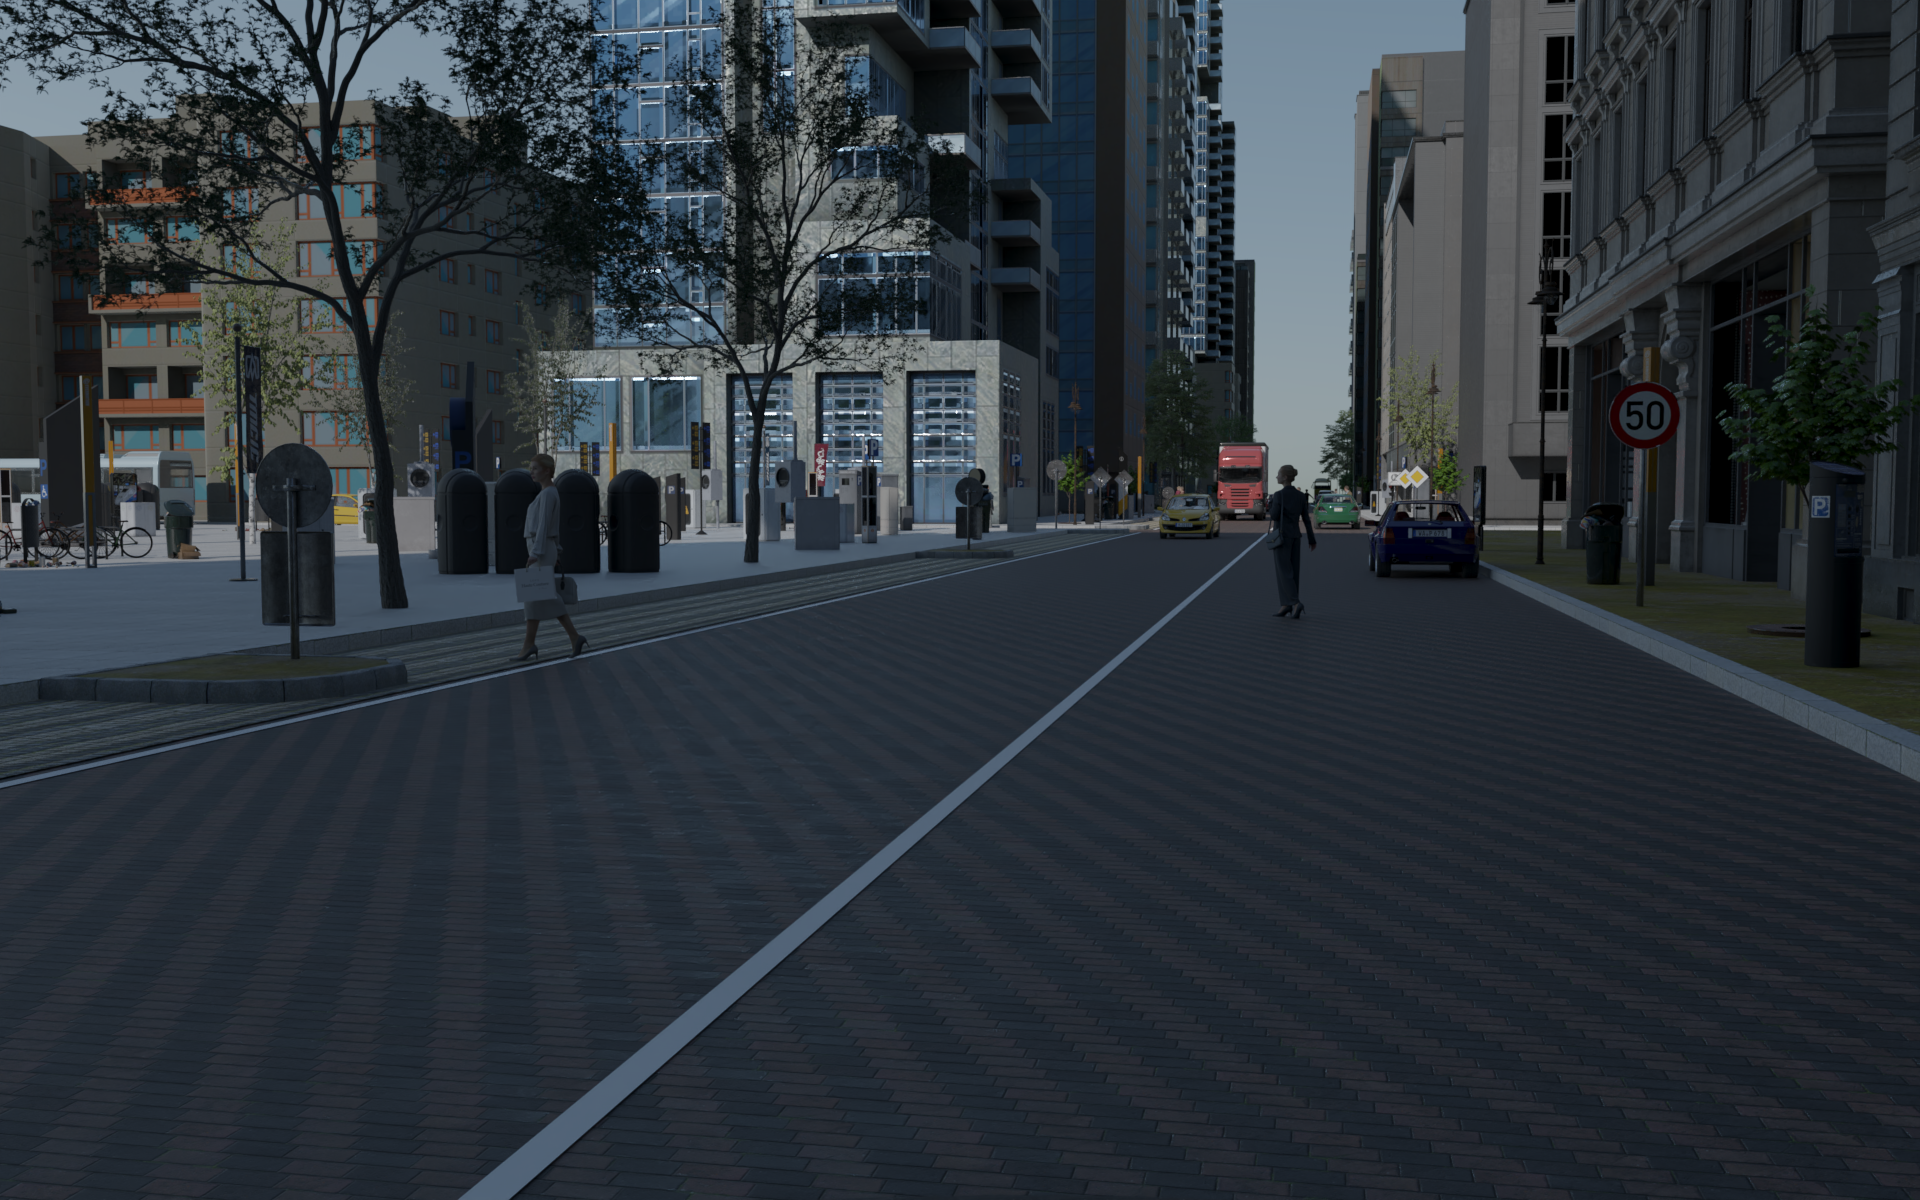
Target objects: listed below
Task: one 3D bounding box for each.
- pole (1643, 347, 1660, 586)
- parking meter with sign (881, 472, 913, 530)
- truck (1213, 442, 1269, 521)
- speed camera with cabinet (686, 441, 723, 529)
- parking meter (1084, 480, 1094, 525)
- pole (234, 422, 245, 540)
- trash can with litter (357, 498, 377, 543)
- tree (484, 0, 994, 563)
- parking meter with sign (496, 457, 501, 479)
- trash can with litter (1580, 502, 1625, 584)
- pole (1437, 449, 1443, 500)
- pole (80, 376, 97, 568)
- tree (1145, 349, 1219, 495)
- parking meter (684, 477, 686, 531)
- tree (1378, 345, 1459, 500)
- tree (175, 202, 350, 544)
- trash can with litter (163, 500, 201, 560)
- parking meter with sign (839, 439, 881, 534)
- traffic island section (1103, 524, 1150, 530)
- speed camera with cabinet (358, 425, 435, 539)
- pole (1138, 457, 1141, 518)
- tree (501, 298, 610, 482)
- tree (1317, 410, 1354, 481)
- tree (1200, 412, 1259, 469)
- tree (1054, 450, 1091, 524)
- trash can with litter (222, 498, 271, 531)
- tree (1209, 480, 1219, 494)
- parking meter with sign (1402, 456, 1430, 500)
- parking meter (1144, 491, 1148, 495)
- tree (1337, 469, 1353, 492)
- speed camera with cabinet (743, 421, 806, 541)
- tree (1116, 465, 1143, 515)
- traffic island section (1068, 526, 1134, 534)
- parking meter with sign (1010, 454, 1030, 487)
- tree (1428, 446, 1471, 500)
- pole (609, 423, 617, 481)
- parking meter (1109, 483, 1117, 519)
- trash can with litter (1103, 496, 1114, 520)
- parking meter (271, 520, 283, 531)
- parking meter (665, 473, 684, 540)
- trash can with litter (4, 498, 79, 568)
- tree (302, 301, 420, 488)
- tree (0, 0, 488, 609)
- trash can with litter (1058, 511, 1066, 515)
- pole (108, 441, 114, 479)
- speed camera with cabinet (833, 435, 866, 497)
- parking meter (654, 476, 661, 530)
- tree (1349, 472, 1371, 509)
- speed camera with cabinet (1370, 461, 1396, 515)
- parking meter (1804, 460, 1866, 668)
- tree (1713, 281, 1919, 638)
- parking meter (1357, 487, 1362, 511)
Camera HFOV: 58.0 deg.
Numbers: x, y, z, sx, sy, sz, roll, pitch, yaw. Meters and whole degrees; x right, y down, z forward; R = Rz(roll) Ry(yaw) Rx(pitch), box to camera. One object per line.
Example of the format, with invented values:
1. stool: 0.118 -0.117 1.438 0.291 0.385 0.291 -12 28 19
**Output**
1. pole: 9.612 -1.854 24.160 0.158 3.312 0.155 0 3 0
2. parking meter with sign: -2.521 -3.945 60.763 1.738 3.016 0.543 -2 4 -28
3. truck: 15.738 -6.555 96.088 2.839 4.237 11.283 1 4 11
4. speed camera with cabinet: -9.692 -4.303 64.685 0.660 3.252 2.038 -3 5 -43
5. parking meter: 5.415 -4.089 72.569 0.399 1.863 0.255 0 4 -4
6. pole: -20.219 -3.350 48.613 0.158 3.312 0.155 0 3 0
7. trash can with litter: -15.229 -2.068 45.207 0.624 1.170 1.055 0 4 3
8. tree: -3.867 -5.958 31.828 8.767 10.594 7.601 -1 4 -12
9. parking meter with sign: -20.942 -5.232 81.804 1.738 3.016 0.543 -2 4 -30
10. trash can with litter: 9.159 -0.823 24.843 0.624 1.170 1.055 1 4 13
11. pole: 21.566 -5.137 77.835 0.158 3.312 0.155 0 3 0
12. pole: -15.077 -2.209 29.958 0.158 3.312 0.155 0 3 0
13. tree: 16.372 -13.318 135.877 7.486 12.596 7.792 0 3 0
14. parking meter: -9.669 -3.302 59.705 0.399 1.863 0.255 -2 4 -24
15. tree: 22.946 -8.333 86.600 4.737 8.622 4.395 0 3 0
16. tree: -18.119 -5.757 44.481 4.737 8.622 4.395 0 3 0
17. trash can with litter: -15.325 -1.401 34.295 0.624 1.170 1.055 -3 5 -45
18. parking meter with sign: -3.472 -3.605 55.202 1.738 3.016 0.543 2 4 29
19. traffic island section: 6.702 -2.990 71.164 2.009 0.180 2.903 1 4 11
20. speed camera with cabinet: -16.077 -3.368 49.402 2.038 3.252 0.660 -1 4 -8
21. pole: 9.744 -6.129 94.060 0.158 3.312 0.155 0 3 0
22. tree: -14.963 -6.916 63.433 4.360 8.622 3.978 0 3 0
23. tree: 52.028 -19.260 233.019 7.486 12.596 7.792 0 3 0
24. tree: 34.466 -17.957 219.347 9.928 11.665 9.643 0 3 0
25. tree: 4.863 -4.903 74.773 1.663 3.219 1.824 0 3 0
26. trash can with litter: -24.490 -3.000 60.112 2.233 1.210 1.678 1 4 14
27. tree: 30.557 -12.802 203.905 1.663 3.219 1.824 0 3 0
28. parking meter with sign: 21.477 -5.156 80.563 1.738 3.016 0.543 0 4 -2
29. parking meter: 13.915 -7.426 129.825 0.372 1.533 0.369 0 3 0
30. tree: 50.705 -14.813 225.907 4.285 4.588 4.351 0 3 0
31. speed camera with cabinet: -5.065 -3.228 47.108 2.038 3.252 0.660 3 5 44
32. tree: 10.491 -6.775 105.371 1.663 3.219 1.824 0 3 0
33. traffic island section: 5.105 -2.511 63.339 2.009 0.180 2.903 1 4 11
34. parking meter with sign: 2.764 -4.837 75.343 0.543 3.016 1.738 2 4 24
35. tree: 19.359 -4.520 68.507 1.663 3.219 1.824 0 3 0
36. pole: -9.963 -3.421 49.770 0.158 3.312 0.155 0 3 0
37. parking meter: 7.852 -5.094 89.003 0.399 1.863 0.255 0 4 6
38. trash can with litter: 7.391 -4.625 87.010 0.624 1.170 1.055 0 4 -5
39. parking meter: -14.726 -1.937 37.389 0.255 1.863 0.399 -1 4 -15
40. parking meter: -8.022 -2.612 48.419 0.399 1.863 0.255 1 4 18
41. trash can with litter: -16.369 -1.219 30.986 1.678 1.210 2.233 0 4 -8
42. tree: -22.310 -7.032 65.333 4.360 8.622 3.978 0 3 0
43. tree: -6.651 -5.196 19.371 7.601 10.594 8.767 2 4 30
44. trash can with litter: 5.408 -5.853 106.761 2.233 1.210 1.678 2 4 32
45. pole: -32.554 -4.443 66.490 0.158 3.312 0.155 0 3 0
46. speed camera with cabinet: -3.678 -3.918 58.401 0.660 3.252 2.038 -2 4 -25
47. parking meter: -9.863 -3.072 55.933 0.399 1.863 0.255 -1 4 -14
48. tree: 34.461 -9.420 148.623 1.663 3.219 1.824 0 3 0
49. speed camera with cabinet: 25.573 -6.751 104.720 0.660 3.252 2.038 -1 4 -16
50. parking meter: 6.515 -0.274 12.896 0.372 1.533 0.369 0 3 0
51. tree: 7.796 -1.306 15.955 1.663 3.219 1.824 0 3 0
52. parking meter: 31.081 -7.897 134.823 0.399 1.863 0.255 1 4 17
